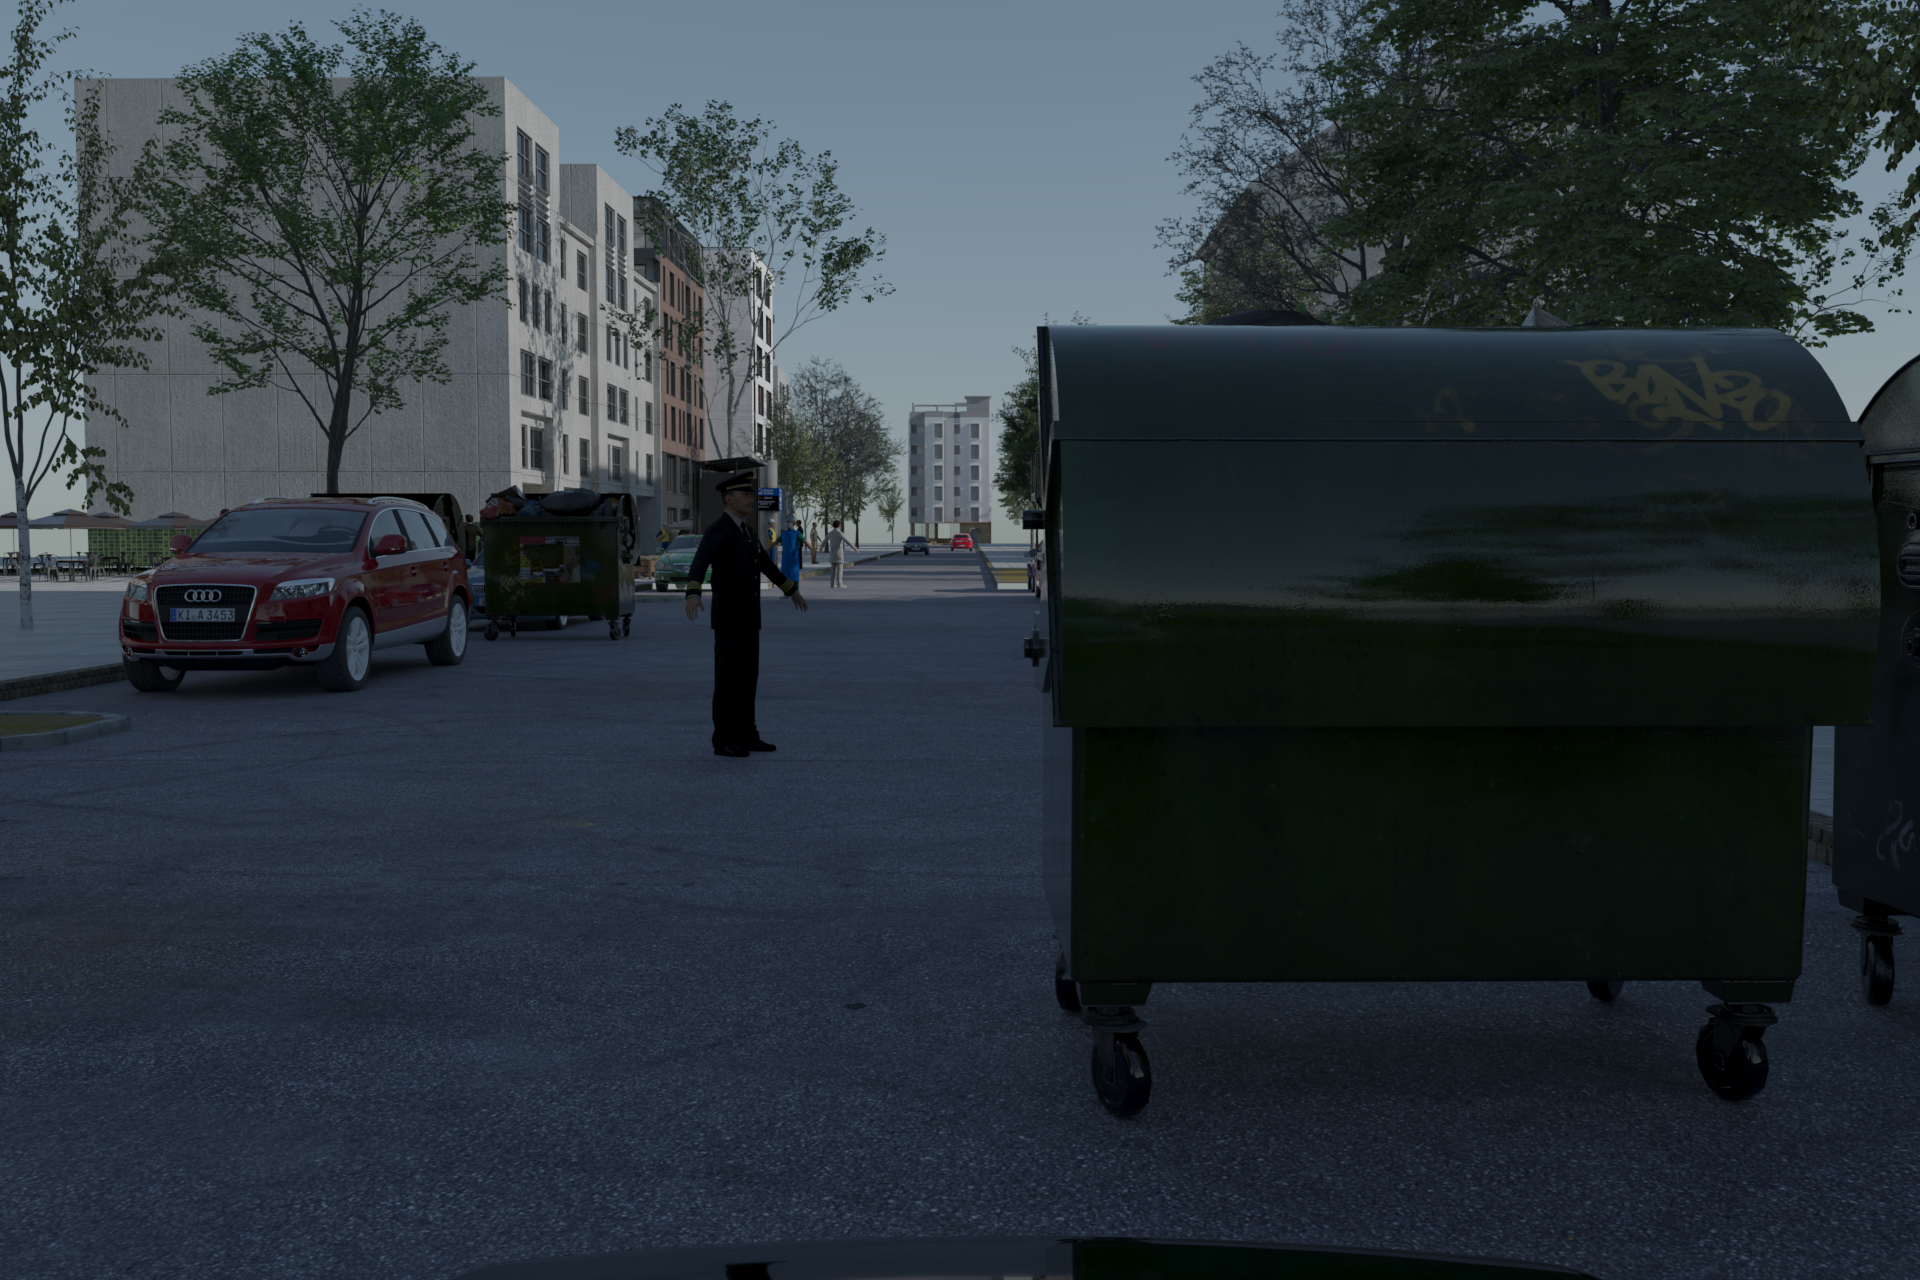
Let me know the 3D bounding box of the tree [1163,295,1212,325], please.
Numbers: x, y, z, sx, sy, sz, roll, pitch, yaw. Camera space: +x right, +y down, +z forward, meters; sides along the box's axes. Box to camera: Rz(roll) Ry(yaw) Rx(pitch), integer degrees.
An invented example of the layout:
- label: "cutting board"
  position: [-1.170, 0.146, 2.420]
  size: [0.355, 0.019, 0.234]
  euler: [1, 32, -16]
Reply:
- label: "tree"
  position: [7.924, -6.287, 53.154]
  size: [4.360, 8.622, 3.978]
  euler: [0, 3, 0]

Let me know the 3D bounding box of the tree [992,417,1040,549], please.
- label: "tree"
  position: [6.496, -14.065, 148.089]
  size: [7.486, 12.596, 7.792]
  euler: [0, 3, 0]

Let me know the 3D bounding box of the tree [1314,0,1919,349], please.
- label: "tree"
  position: [8.395, -6.399, 22.758]
  size: [7.486, 12.596, 7.792]
  euler: [0, 3, 0]

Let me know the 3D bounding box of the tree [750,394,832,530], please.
- label: "tree"
  position: [-9.470, -8.670, 92.121]
  size: [4.360, 8.622, 3.978]
  euler: [0, 3, 0]

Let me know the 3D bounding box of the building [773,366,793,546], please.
- label: "building"
  position: [-27.465, -19.302, 182.049]
  size: [16.747, 18.905, 31.486]
  euler: [0, 3, 0]

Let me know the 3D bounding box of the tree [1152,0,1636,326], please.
- label: "tree"
  position: [8.406, -7.567, 34.098]
  size: [12.009, 13.543, 11.850]
  euler: [0, 3, 0]

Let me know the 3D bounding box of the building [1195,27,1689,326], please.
- label: "building"
  position: [22.253, -15.477, 83.985]
  size: [19.493, 23.208, 18.063]
  euler: [0, 4, 1]

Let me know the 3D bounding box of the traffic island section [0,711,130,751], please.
- label: "traffic island section"
  position: [-7.071, 0.652, 12.205]
  size: [1.991, 0.108, 1.994]
  euler: [0, 3, 0]

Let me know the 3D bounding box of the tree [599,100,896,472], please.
- label: "tree"
  position: [-9.125, -13.348, 74.129]
  size: [12.611, 20.169, 13.585]
  euler: [0, 3, 0]

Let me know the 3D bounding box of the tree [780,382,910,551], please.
- label: "tree"
  position: [-9.065, -13.759, 135.333]
  size: [12.009, 13.543, 11.850]
  euler: [0, 3, 0]

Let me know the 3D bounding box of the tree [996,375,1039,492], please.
- label: "tree"
  position: [5.664, -11.040, 106.258]
  size: [9.928, 11.665, 9.643]
  euler: [0, 3, 0]

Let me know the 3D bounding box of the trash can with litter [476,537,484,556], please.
- label: "trash can with litter"
  position: [-10.179, -1.632, 37.738]
  size: [1.678, 1.210, 2.233]
  euler: [0, 4, 0]

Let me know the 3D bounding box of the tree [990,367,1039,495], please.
- label: "tree"
  position: [5.586, -9.357, 87.391]
  size: [7.601, 10.594, 8.767]
  euler: [2, 4, 26]

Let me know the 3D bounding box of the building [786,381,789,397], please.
- label: "building"
  position: [-26.193, -21.168, 202.518]
  size: [16.016, 20.090, 11.380]
  euler: [0, 4, 1]

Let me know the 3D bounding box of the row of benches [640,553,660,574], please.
- label: "row of benches"
  position: [-10.012, -2.440, 55.359]
  size: [1.422, 0.672, 4.104]
  euler: [0, 3, 0]

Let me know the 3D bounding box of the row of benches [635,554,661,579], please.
- label: "row of benches"
  position: [-9.131, -2.181, 51.118]
  size: [1.422, 0.672, 4.104]
  euler: [0, 4, -1]

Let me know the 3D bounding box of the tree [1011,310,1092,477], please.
- label: "tree"
  position: [5.646, -8.471, 72.915]
  size: [7.601, 10.594, 8.767]
  euler: [0, 4, 1]

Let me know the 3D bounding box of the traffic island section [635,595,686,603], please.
- label: "traffic island section"
  position: [-6.908, -0.880, 37.256]
  size: [1.991, 0.108, 1.994]
  euler: [0, 4, 1]

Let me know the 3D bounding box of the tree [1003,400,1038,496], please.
- label: "tree"
  position: [6.514, -11.801, 118.697]
  size: [9.928, 11.665, 9.643]
  euler: [0, 3, 0]

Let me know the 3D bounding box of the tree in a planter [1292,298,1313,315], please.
- label: "tree in a planter"
  position: [2.644, -0.976, 13.186]
  size: [1.991, 3.239, 1.994]
  euler: [0, 4, 1]

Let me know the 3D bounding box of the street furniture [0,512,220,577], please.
- label: "street furniture"
  position: [-27.078, -3.168, 56.821]
  size: [27.439, 1.986, 14.083]
  euler: [-1, 4, -9]

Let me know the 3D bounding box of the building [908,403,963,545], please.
- label: "building"
  position: [-6.851, -23.415, 241.709]
  size: [11.380, 20.090, 16.016]
  euler: [1, 4, 10]

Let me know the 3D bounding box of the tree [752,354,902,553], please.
- label: "tree"
  position: [-9.121, -12.679, 117.667]
  size: [12.009, 13.543, 11.850]
  euler: [0, 3, 0]

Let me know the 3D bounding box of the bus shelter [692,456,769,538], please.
- label: "bus shelter"
  position: [-7.246, -3.912, 55.249]
  size: [1.731, 3.624, 6.357]
  euler: [0, 4, 0]

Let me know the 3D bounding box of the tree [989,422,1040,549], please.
- label: "tree"
  position: [5.990, -11.975, 130.206]
  size: [8.767, 10.594, 7.601]
  euler: [2, 4, 30]

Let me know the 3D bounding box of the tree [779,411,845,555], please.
- label: "tree"
  position: [-9.158, -9.369, 103.553]
  size: [4.737, 8.622, 4.395]
  euler: [0, 3, 0]

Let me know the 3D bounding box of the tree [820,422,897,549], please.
- label: "tree"
  position: [-9.164, -13.818, 151.673]
  size: [9.928, 11.665, 9.643]
  euler: [0, 3, 0]

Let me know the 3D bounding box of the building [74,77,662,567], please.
- label: "building"
  position: [-25.676, -13.256, 83.190]
  size: [16.747, 18.905, 31.486]
  euler: [0, 4, 1]

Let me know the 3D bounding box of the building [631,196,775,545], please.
- label: "building"
  position: [-28.735, -16.969, 121.423]
  size: [27.936, 21.610, 32.646]
  euler: [0, 4, 1]

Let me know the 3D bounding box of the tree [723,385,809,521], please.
- label: "tree"
  position: [-9.024, -8.243, 85.135]
  size: [4.360, 8.622, 3.978]
  euler: [0, 3, 0]

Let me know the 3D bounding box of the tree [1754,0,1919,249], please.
- label: "tree"
  position: [8.266, -3.865, 13.558]
  size: [4.737, 8.622, 4.395]
  euler: [0, 3, 0]
